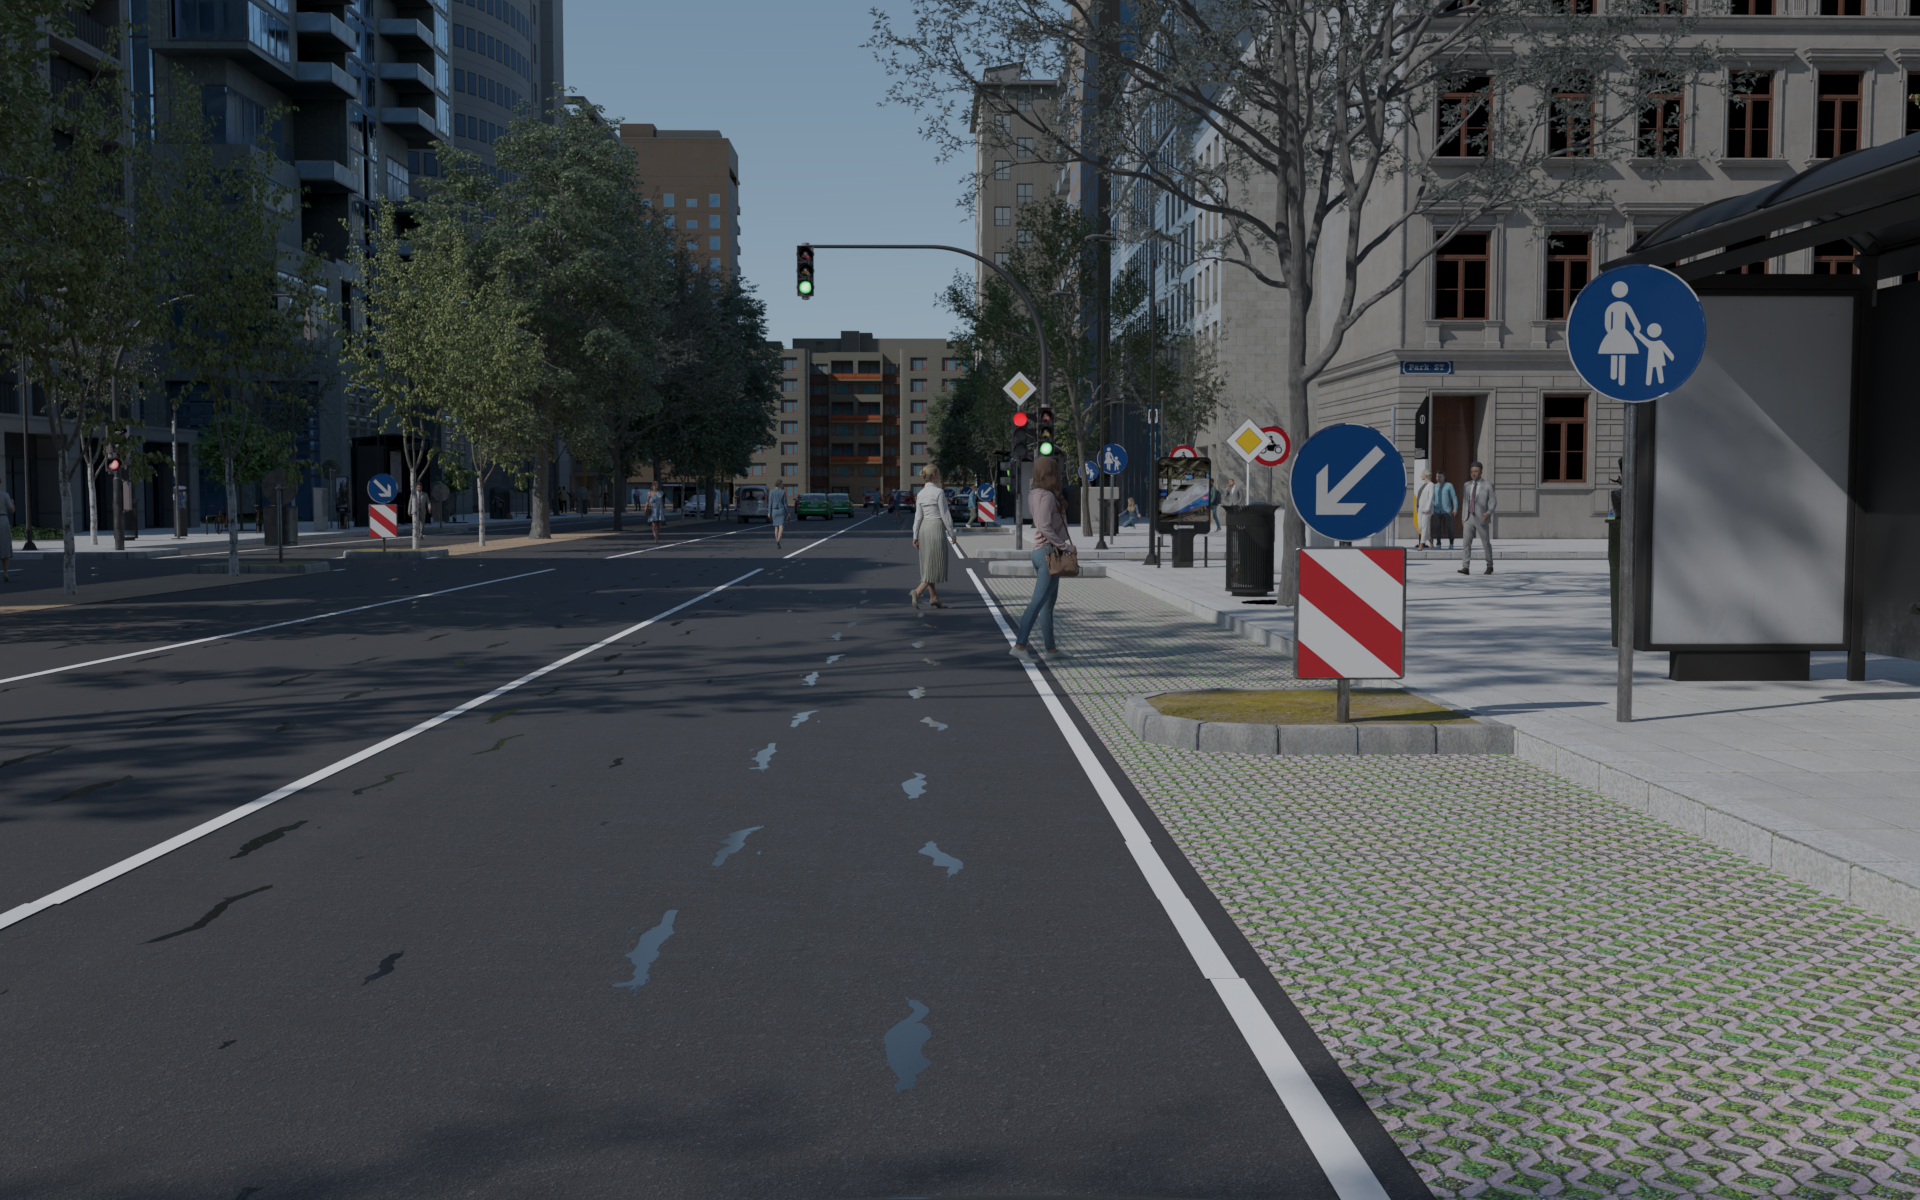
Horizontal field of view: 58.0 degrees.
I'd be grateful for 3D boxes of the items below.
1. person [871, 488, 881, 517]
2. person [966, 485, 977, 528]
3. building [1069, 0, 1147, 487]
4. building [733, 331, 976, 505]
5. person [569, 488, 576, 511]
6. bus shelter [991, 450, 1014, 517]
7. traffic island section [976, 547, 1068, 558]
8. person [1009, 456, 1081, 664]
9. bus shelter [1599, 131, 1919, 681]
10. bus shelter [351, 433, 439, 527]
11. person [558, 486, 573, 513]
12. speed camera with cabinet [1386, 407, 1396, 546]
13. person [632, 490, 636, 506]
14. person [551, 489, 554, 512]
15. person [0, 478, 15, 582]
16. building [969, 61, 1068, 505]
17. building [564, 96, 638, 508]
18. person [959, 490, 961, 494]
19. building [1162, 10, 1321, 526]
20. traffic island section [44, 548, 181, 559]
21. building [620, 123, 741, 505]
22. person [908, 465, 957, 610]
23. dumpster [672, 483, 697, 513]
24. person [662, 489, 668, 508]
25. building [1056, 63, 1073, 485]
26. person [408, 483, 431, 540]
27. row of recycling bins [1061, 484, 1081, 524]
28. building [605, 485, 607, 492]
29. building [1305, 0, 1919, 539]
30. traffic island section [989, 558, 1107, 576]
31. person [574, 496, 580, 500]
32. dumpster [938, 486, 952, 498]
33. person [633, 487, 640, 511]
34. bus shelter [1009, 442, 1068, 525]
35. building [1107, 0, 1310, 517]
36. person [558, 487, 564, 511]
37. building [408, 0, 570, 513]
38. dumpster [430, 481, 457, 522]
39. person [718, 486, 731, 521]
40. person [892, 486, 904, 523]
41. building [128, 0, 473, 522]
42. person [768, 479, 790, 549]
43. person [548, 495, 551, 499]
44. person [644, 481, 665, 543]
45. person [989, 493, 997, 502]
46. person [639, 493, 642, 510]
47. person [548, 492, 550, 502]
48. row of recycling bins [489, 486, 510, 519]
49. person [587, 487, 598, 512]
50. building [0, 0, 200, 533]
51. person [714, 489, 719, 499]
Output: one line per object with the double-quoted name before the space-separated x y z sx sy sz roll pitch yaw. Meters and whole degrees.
"person" -5.276 -6.108 108.386 0.620 1.820 0.660 -3 4 -37
"person" 0.469 -3.703 69.389 0.444 1.785 0.601 0 4 7
"building" 16.712 -30.290 145.357 14.600 45.320 14.200 0 4 -1
"building" -12.902 -22.932 219.981 28.899 21.520 27.650 0 4 -1
"person" -29.110 -7.563 130.255 0.434 1.755 0.990 1 4 20
"bus shelter" 2.684 -6.380 95.600 1.731 3.624 6.357 0 4 -1
"traffic island section" 1.387 -1.077 39.886 2.009 0.180 2.903 0 4 -1
"person" 0.693 -0.347 14.765 0.643 1.750 0.593 -1 4 -14
"bus shelter" 5.498 -0.942 9.328 2.014 3.302 5.546 0 4 -1
"bus shelter" -22.757 -4.812 69.965 1.731 3.624 6.357 0 4 -1
"person" -26.495 -6.707 115.805 1.348 1.812 0.705 -2 4 -30
"speed camera with cabinet" 9.634 -2.788 39.924 0.660 3.252 2.038 0 4 2
"person" -35.593 -11.198 190.072 0.436 1.711 0.756 -3 5 -41
"person" -29.331 -7.229 124.760 0.750 1.759 0.617 3 5 40
"person" -15.678 -1.173 28.247 0.480 1.755 0.524 -2 4 -28
"building" 15.275 -38.594 220.248 27.495 52.752 28.713 0 4 -1
"building" -44.361 -29.011 166.216 23.993 40.220 32.217 0 4 -1
"person" 0.190 -11.084 188.092 0.721 1.723 1.217 1 4 18
"building" 15.378 -13.610 77.272 10.420 20.320 16.860 0 4 -1
"traffic island section" -19.150 -1.050 39.443 2.009 0.180 2.903 0 4 -1
"building" -34.622 -34.406 212.654 14.200 45.320 14.600 0 4 -1
"person" -0.381 -0.781 21.492 0.641 1.798 0.478 -2 4 -35
"dumpster" -21.047 -7.824 132.868 1.985 2.255 1.502 0 4 -2
"person" -26.530 -9.088 155.447 0.721 1.723 1.217 1 4 21
"building" 21.035 -33.521 167.677 23.786 49.044 30.456 0 4 -1
"person" -16.866 -2.770 54.063 0.678 1.792 0.850 -1 4 -20
"row of recycling bins" 4.755 -4.199 75.764 1.069 1.692 3.534 0 4 -4
"building" -52.907 -36.151 214.772 21.600 48.544 21.300 0 4 -1
"building" 22.015 -13.289 53.434 21.152 22.565 11.583 0 4 -1
"traffic island section" 1.561 -0.588 31.902 2.009 0.180 2.903 0 4 -1
"person" -26.970 -7.044 121.931 0.721 1.735 1.217 -2 4 -28
"dumpster" -1.784 -10.469 176.122 1.985 2.255 1.502 0 3 0
"person" -24.345 -7.593 130.058 0.599 1.838 0.709 1 4 20
"bus shelter" 3.107 -4.630 69.622 2.014 3.302 5.546 0 4 -1
"building" 15.697 -19.743 100.286 11.434 29.767 29.804 0 4 -1
"person" -30.130 -7.621 130.656 0.705 1.823 1.348 1 4 17
"building" -42.416 -35.786 127.103 21.231 58.520 28.212 0 4 -1
"dumpster" -23.675 -4.457 78.636 1.264 1.857 1.865 0 4 -1
"person" -12.622 -5.170 92.893 0.748 1.841 0.638 2 4 34
"person" -3.049 -4.710 85.526 0.654 1.822 0.581 -1 4 -20
"building" -40.089 -47.718 92.867 22.319 86.520 31.000 0 4 -1
"person" -4.773 -2.255 45.390 0.581 1.822 0.654 1 4 17
"person" -28.311 -6.760 117.286 1.217 1.735 0.721 -1 4 -9
"person" -9.011 -2.598 51.067 0.616 1.811 0.778 -1 4 -16
"person" 2.476 -7.850 135.120 1.217 1.736 0.721 0 4 -3
"person" -26.457 -8.254 142.463 0.593 1.643 0.415 -2 4 -32
"person" -28.433 -6.852 118.987 0.541 1.710 0.530 0 4 8
"row of recycling bins" -23.992 -5.085 90.248 1.069 1.692 3.534 -1 4 -12
"person" -26.529 -7.184 123.503 1.348 1.824 0.705 -1 4 -9
"building" -39.280 -38.003 59.603 20.563 71.187 20.611 0 4 -1
"person" -26.864 -11.201 189.267 1.350 1.814 0.705 2 4 26
